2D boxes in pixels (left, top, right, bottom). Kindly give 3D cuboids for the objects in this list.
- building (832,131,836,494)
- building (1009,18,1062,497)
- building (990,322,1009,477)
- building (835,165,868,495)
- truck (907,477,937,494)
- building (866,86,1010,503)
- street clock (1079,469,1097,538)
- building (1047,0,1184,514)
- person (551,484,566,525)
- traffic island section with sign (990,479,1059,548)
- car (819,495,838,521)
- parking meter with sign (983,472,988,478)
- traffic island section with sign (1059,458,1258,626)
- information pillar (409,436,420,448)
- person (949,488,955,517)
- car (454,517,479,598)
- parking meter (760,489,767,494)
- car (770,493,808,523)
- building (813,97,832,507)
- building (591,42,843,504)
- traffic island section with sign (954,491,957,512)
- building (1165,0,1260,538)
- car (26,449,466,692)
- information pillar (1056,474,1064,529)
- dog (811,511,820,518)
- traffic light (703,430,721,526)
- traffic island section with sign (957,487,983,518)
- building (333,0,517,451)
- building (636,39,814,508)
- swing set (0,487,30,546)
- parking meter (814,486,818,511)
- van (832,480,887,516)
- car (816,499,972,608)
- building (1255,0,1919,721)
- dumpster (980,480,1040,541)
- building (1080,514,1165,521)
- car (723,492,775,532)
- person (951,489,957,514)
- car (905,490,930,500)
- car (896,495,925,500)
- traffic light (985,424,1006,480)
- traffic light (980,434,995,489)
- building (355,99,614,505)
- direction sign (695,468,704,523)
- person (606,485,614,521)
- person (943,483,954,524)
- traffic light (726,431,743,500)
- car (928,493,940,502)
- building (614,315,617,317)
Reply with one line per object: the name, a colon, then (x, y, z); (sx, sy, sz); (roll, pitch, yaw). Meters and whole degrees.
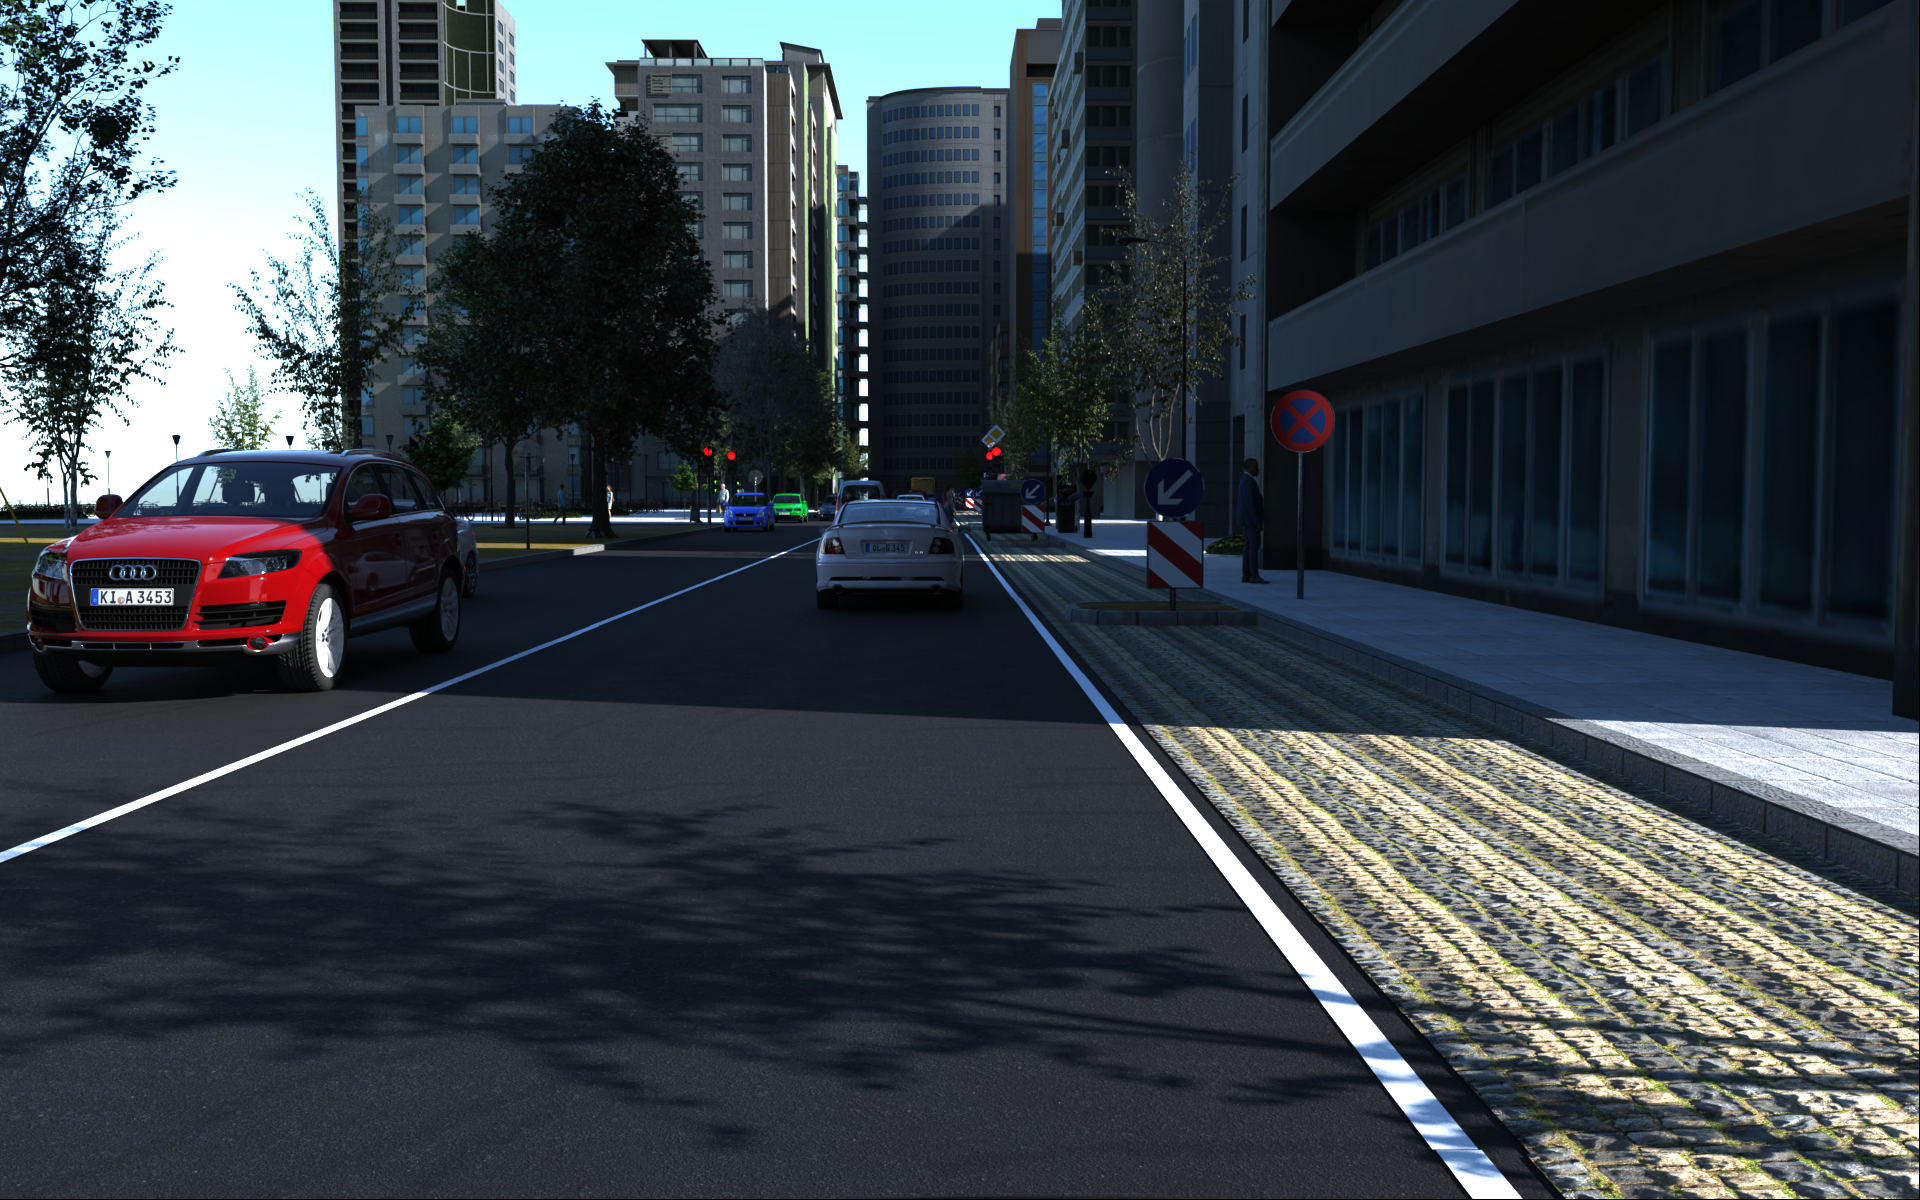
building: (-20.961, -30.803, 187.231); (14.154, 41.232, 14.086); (0, 4, -1)
building: (11.908, -31.497, 165.085); (14.600, 45.320, 14.200); (0, 4, -1)
building: (17.575, -20.993, 188.276); (27.650, 21.520, 28.899); (0, 4, -1)
building: (-28.415, -38.466, 248.528); (30.456, 49.044, 23.786); (0, 4, -1)
truck: (-4.303, -12.457, 199.603); (3.469, 3.379, 9.791); (0, 4, -3)
building: (0.930, -43.164, 247.730); (28.212, 58.520, 21.231); (0, 4, -1)
street clock: (3.744, -2.818, 50.646); (0.471, 2.002, 0.358); (-1, 4, -21)
building: (20.134, -27.441, 140.544); (32.217, 40.220, 23.993); (0, 4, -1)
person: (-16.452, -3.847, 71.267); (0.748, 1.841, 0.638); (0, 4, -4)
traffic island section with sign: (1.820, -2.342, 46.911); (1.989, 1.847, 2.006); (0, 4, -1)
car: (-6.570, -4.983, 93.468); (2.014, 1.417, 4.499); (0, 4, 1)
parking meter with sign: (2.122, -8.686, 138.280); (0.543, 3.016, 1.738); (0, 4, -1)
traffic island section with sign: (2.221, -0.675, 19.665); (1.989, 1.847, 2.006); (0, 4, -1)
information pillar: (-21.842, -4.781, 69.519); (0.504, 3.616, 0.183); (-1, 4, -12)
person: (-0.638, -5.977, 106.106); (0.818, 1.842, 0.514); (0, 4, 0)
car: (-7.652, -0.630, 22.660); (2.083, 1.381, 4.827); (0, 4, -2)
parking meter: (-10.557, -5.178, 93.070); (0.372, 1.533, 0.369); (0, 3, 0)
car: (-8.625, -4.774, 86.850); (1.959, 1.807, 4.718); (0, 4, -1)
building: (-20.649, -29.944, 173.175); (14.154, 41.232, 14.086); (0, 4, -1)
building: (-28.625, -38.029, 211.008); (27.495, 52.752, 28.713); (0, 4, -1)
traffic island section with sign: (0.598, -7.393, 129.502); (1.989, 1.847, 2.006); (0, 4, -1)
building: (17.311, -31.126, 50.916); (21.231, 58.520, 28.212); (0, 4, -1)
car: (-5.616, -0.340, 14.240); (2.281, 1.827, 5.304); (0, 4, -1)
information pillar: (3.706, -3.637, 63.964); (0.304, 2.012, 0.304); (1, 4, 15)
dog: (-8.592, -5.090, 103.408); (0.550, 0.427, 0.748); (-1, 4, -21)
traffic light: (-10.027, -4.918, 69.322); (0.839, 4.253, 0.868); (0, 4, -1)
traffic island section with sign: (0.993, -5.723, 102.202); (1.989, 1.847, 2.006); (0, 4, -1)
building: (-75.539, -49.459, 246.905); (20.611, 71.187, 20.563); (0, 4, -1)
building: (-21.359, -29.071, 158.908); (14.154, 41.232, 14.086); (0, 4, -1)
swing set: (-24.585, -2.700, 41.767); (2.862, 2.851, 3.119); (0, 4, -1)
parking meter: (-10.875, -7.659, 130.932); (0.255, 1.863, 0.399); (0, 4, 2)
van: (-3.036, -2.884, 54.167); (2.013, 2.044, 4.112); (0, 4, -2)
car: (-0.878, -0.658, 23.114); (2.083, 1.381, 4.827); (0, 3, 0)
building: (15.917, -24.138, 18.352); (21.300, 48.544, 21.600); (0, 4, -1)
dumpster: (1.560, -2.733, 52.901); (1.865, 1.857, 1.264); (0, 4, 0)
building: (17.808, -24.645, 94.826); (23.993, 40.220, 32.217); (0, 4, -1)
car: (-8.112, -3.502, 66.851); (1.945, 1.707, 3.694); (0, 4, -1)
person: (-0.576, -6.970, 122.554); (0.767, 1.812, 0.694); (0, 4, -3)
car: (-3.922, -9.205, 159.171); (2.281, 1.827, 5.304); (0, 4, -1)
car: (-2.391, -4.335, 82.886); (2.014, 1.417, 4.499); (0, 4, -3)
traffic light: (1.433, -4.929, 69.507); (0.839, 4.253, 0.868); (0, 4, -1)
traffic light: (1.315, -5.417, 77.491); (0.839, 4.253, 0.868); (0, 4, -1)
building: (-57.664, -36.292, 212.983); (30.456, 49.044, 23.786); (0, 4, -1)
direction sign: (-11.577, -5.186, 76.785); (0.379, 3.537, 0.876); (0, 4, -4)
person: (-16.640, -4.590, 82.089); (0.512, 1.701, 0.522); (3, 5, 43)
person: (-0.414, -3.393, 63.983); (0.388, 1.821, 0.555); (-3, 5, -42)
traffic light: (-10.145, -5.406, 77.306); (0.839, 4.253, 0.868); (0, 4, -1)
car: (-3.182, -11.079, 190.730); (1.945, 1.707, 3.694); (0, 4, 0)
building: (-54.436, -38.179, 247.929); (21.600, 48.544, 21.300); (0, 4, -1)
